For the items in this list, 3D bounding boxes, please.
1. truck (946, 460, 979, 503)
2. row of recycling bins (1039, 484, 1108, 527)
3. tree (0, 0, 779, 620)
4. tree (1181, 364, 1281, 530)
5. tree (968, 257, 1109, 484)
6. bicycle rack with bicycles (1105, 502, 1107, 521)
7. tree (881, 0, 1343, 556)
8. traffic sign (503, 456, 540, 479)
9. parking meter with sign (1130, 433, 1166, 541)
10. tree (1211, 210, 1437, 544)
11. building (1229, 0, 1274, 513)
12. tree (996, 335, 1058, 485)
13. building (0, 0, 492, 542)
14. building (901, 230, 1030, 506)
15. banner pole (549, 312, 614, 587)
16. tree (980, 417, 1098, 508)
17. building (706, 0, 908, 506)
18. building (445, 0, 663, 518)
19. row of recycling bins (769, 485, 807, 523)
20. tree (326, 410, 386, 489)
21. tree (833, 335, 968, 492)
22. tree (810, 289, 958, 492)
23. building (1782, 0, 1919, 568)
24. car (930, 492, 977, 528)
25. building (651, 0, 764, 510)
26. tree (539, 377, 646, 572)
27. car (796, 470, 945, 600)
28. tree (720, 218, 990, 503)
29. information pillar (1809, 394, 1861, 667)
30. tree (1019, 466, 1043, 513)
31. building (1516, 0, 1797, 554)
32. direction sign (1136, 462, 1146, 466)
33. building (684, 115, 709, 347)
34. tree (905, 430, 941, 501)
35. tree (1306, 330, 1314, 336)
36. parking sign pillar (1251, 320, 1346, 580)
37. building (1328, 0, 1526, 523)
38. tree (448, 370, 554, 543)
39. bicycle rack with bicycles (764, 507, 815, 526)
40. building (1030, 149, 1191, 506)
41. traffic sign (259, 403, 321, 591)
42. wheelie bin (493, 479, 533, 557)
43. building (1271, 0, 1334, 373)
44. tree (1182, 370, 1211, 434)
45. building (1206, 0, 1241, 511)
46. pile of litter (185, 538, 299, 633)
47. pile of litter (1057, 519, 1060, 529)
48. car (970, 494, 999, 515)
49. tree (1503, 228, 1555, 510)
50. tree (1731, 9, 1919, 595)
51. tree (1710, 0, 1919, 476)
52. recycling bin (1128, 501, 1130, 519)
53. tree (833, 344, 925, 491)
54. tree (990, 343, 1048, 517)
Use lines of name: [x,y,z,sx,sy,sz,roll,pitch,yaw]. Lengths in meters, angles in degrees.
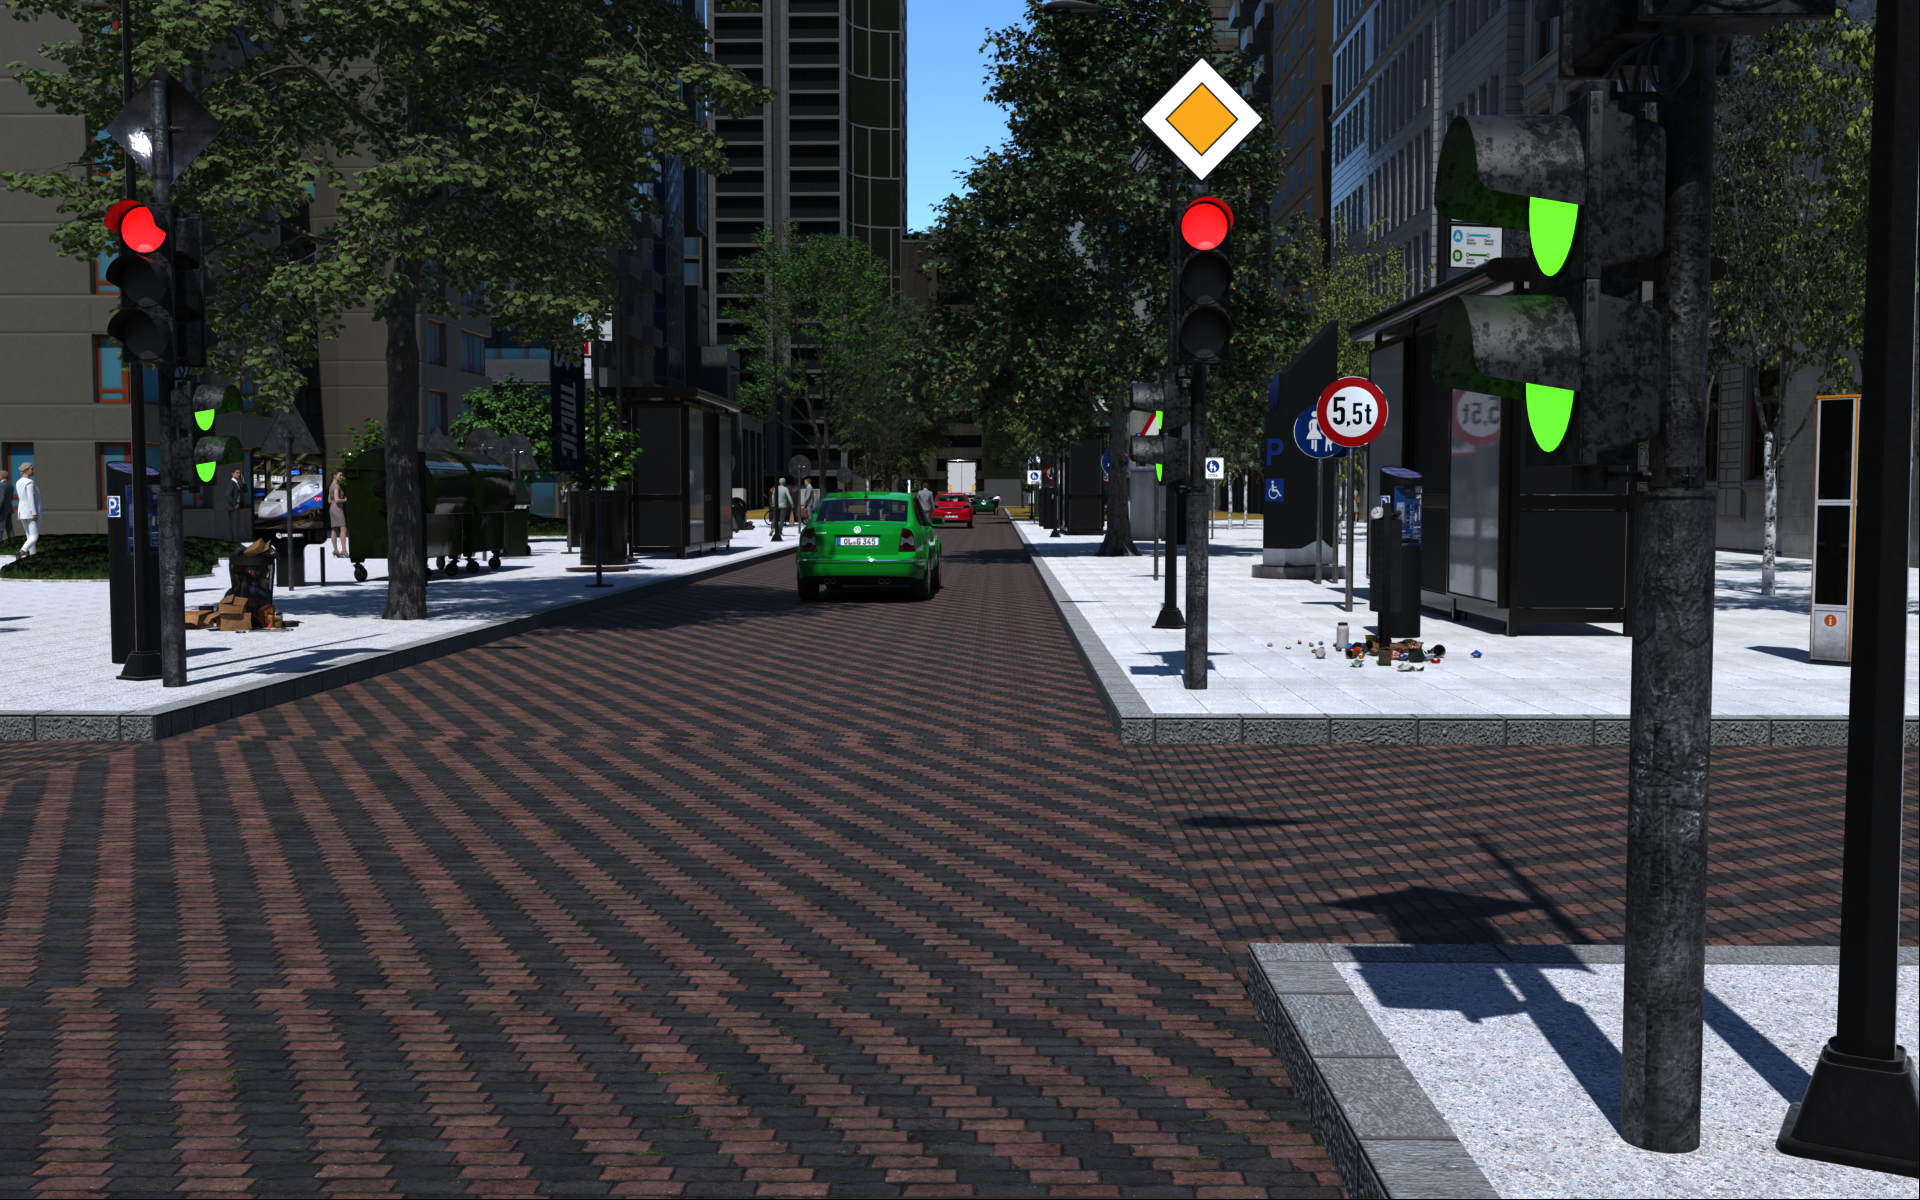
truck: [0.175,-9.608,146.011,2.839,4.237,11.283,0,4,0]
row of recycling bins: [4.837,-3.744,68.328,3.534,1.692,1.069,1,4,13]
tree: [-5.279,-6.078,17.502,7.486,12.596,7.792,0,3,0]
tree: [9.763,-6.827,61.989,4.360,8.622,3.978,0,3,0]
tree: [3.717,-9.948,80.784,7.486,12.596,7.792,0,3,0]
bicycle rack with bicycles: [6.966,-4.203,82.099,2.925,0.926,2.852,3,5,41]
tree: [3.177,-7.263,35.759,9.611,12.733,9.660,0,3,0]
traffic sign: [-9.702,-2.336,38.192,0.884,2.594,0.081,0,4,3]
parking meter with sign: [5.038,-3.129,47.427,1.738,3.016,0.543,1,4,18]
tree: [9.519,-5.736,44.154,4.737,8.622,4.395,0,3,0]
building: [30.360,-30.467,117.744,23.786,49.044,30.456,0,4,1]
tree: [3.723,-7.372,70.895,4.737,8.622,4.395,0,3,0]
building: [-32.759,-12.815,54.572,27.650,21.520,28.899,0,4,1]
building: [0.625,-25.615,190.509,14.107,30.474,14.160,0,4,1]
banner pole: [-5.203,-2.064,23.760,0.863,3.779,0.401,-2,4,-25]
tree: [5.626,-10.857,111.930,7.601,10.594,8.767,1,4,16]
building: [-16.640,-46.220,193.948,20.611,71.187,20.563,0,4,1]
building: [-30.219,-29.493,101.817,23.786,49.044,30.456,0,4,1]
row of recycling bins: [-7.668,-4.410,79.222,1.069,1.692,3.534,-2,4,-33]
tree: [-13.527,-2.776,39.987,1.663,3.219,1.824,0,3,0]
tree: [-4.442,-13.187,125.974,12.009,13.543,11.850,0,3,0]
tree: [-4.575,-12.399,109.375,9.857,13.997,8.962,0,3,0]
building: [24.977,-10.667,29.158,16.860,20.320,10.420,0,4,1]
car: [-0.346,-3.950,73.620,2.155,1.783,4.494,0,4,0]
building: [-32.716,-50.384,136.452,31.000,86.520,22.319,0,4,1]
tree: [-6.141,-2.082,28.643,1.663,3.219,1.824,0,3,0]
car: [-1.230,-0.977,24.778,1.959,1.807,4.718,0,4,3]
tree: [-5.190,-8.532,65.258,9.928,11.665,9.643,0,3,0]
information pillar: [6.607,-0.519,12.979,0.304,2.012,0.304,-3,5,-40]
tree: [4.946,-7.655,119.768,1.663,3.219,1.824,0,3,0]
building: [22.806,-12.802,45.464,11.583,22.565,21.152,0,4,1]
direction sign: [6.928,-4.552,66.417,0.379,3.537,0.876,-1,4,-17]
building: [-41.383,-33.039,194.813,28.867,44.769,22.147,0,4,1]
tree: [-3.790,-12.383,152.823,4.737,8.622,4.395,0,3,0]
tree: [14.570,-7.696,76.198,4.360,8.622,3.978,0,3,0]
parking sign pillar: [5.223,-2.330,26.569,1.447,3.967,1.447,-3,5,-43]
building: [23.392,-17.934,70.709,11.434,29.767,29.804,0,4,1]
tree: [-11.919,-3.815,46.082,4.285,4.588,4.351,0,3,0]
bicycle rack with bicycles: [-6.509,-3.468,70.085,2.925,0.926,2.852,0,4,7]
building: [23.000,-35.142,194.174,30.456,49.044,23.786,0,4,1]
traffic sign: [-8.872,-1.401,22.910,0.884,2.594,0.081,1,4,10]
wheelie bin: [-9.267,-1.689,35.523,0.693,1.594,0.980,3,5,44]
building: [25.220,-27.220,95.166,14.600,45.320,14.200,0,4,1]
tree: [11.017,-7.196,68.021,4.737,8.622,4.395,0,3,0]
building: [26.432,-27.955,140.662,14.154,41.232,14.086,0,4,1]
pile of litter: [-7.013,-0.162,16.620,1.176,0.858,1.719,-2,4,-30]
pile of litter: [4.281,-3.096,64.584,1.719,0.858,1.176,-1,4,-13]
car: [1.733,-6.700,121.339,2.131,1.459,4.920,0,4,3]
tree: [12.969,-5.302,37.047,4.360,8.622,3.978,0,3,0]
tree: [10.250,-4.354,21.547,4.360,8.622,3.978,0,3,0]
tree: [13.980,-4.682,26.915,4.737,8.622,4.395,0,3,0]
recycling bin: [5.941,-3.096,63.167,0.722,1.027,0.722,-1,4,-20]
tree: [-4.354,-8.292,85.941,4.360,8.622,3.978,0,3,0]
tree: [4.379,-10.446,96.547,9.928,11.665,9.643,0,3,0]
